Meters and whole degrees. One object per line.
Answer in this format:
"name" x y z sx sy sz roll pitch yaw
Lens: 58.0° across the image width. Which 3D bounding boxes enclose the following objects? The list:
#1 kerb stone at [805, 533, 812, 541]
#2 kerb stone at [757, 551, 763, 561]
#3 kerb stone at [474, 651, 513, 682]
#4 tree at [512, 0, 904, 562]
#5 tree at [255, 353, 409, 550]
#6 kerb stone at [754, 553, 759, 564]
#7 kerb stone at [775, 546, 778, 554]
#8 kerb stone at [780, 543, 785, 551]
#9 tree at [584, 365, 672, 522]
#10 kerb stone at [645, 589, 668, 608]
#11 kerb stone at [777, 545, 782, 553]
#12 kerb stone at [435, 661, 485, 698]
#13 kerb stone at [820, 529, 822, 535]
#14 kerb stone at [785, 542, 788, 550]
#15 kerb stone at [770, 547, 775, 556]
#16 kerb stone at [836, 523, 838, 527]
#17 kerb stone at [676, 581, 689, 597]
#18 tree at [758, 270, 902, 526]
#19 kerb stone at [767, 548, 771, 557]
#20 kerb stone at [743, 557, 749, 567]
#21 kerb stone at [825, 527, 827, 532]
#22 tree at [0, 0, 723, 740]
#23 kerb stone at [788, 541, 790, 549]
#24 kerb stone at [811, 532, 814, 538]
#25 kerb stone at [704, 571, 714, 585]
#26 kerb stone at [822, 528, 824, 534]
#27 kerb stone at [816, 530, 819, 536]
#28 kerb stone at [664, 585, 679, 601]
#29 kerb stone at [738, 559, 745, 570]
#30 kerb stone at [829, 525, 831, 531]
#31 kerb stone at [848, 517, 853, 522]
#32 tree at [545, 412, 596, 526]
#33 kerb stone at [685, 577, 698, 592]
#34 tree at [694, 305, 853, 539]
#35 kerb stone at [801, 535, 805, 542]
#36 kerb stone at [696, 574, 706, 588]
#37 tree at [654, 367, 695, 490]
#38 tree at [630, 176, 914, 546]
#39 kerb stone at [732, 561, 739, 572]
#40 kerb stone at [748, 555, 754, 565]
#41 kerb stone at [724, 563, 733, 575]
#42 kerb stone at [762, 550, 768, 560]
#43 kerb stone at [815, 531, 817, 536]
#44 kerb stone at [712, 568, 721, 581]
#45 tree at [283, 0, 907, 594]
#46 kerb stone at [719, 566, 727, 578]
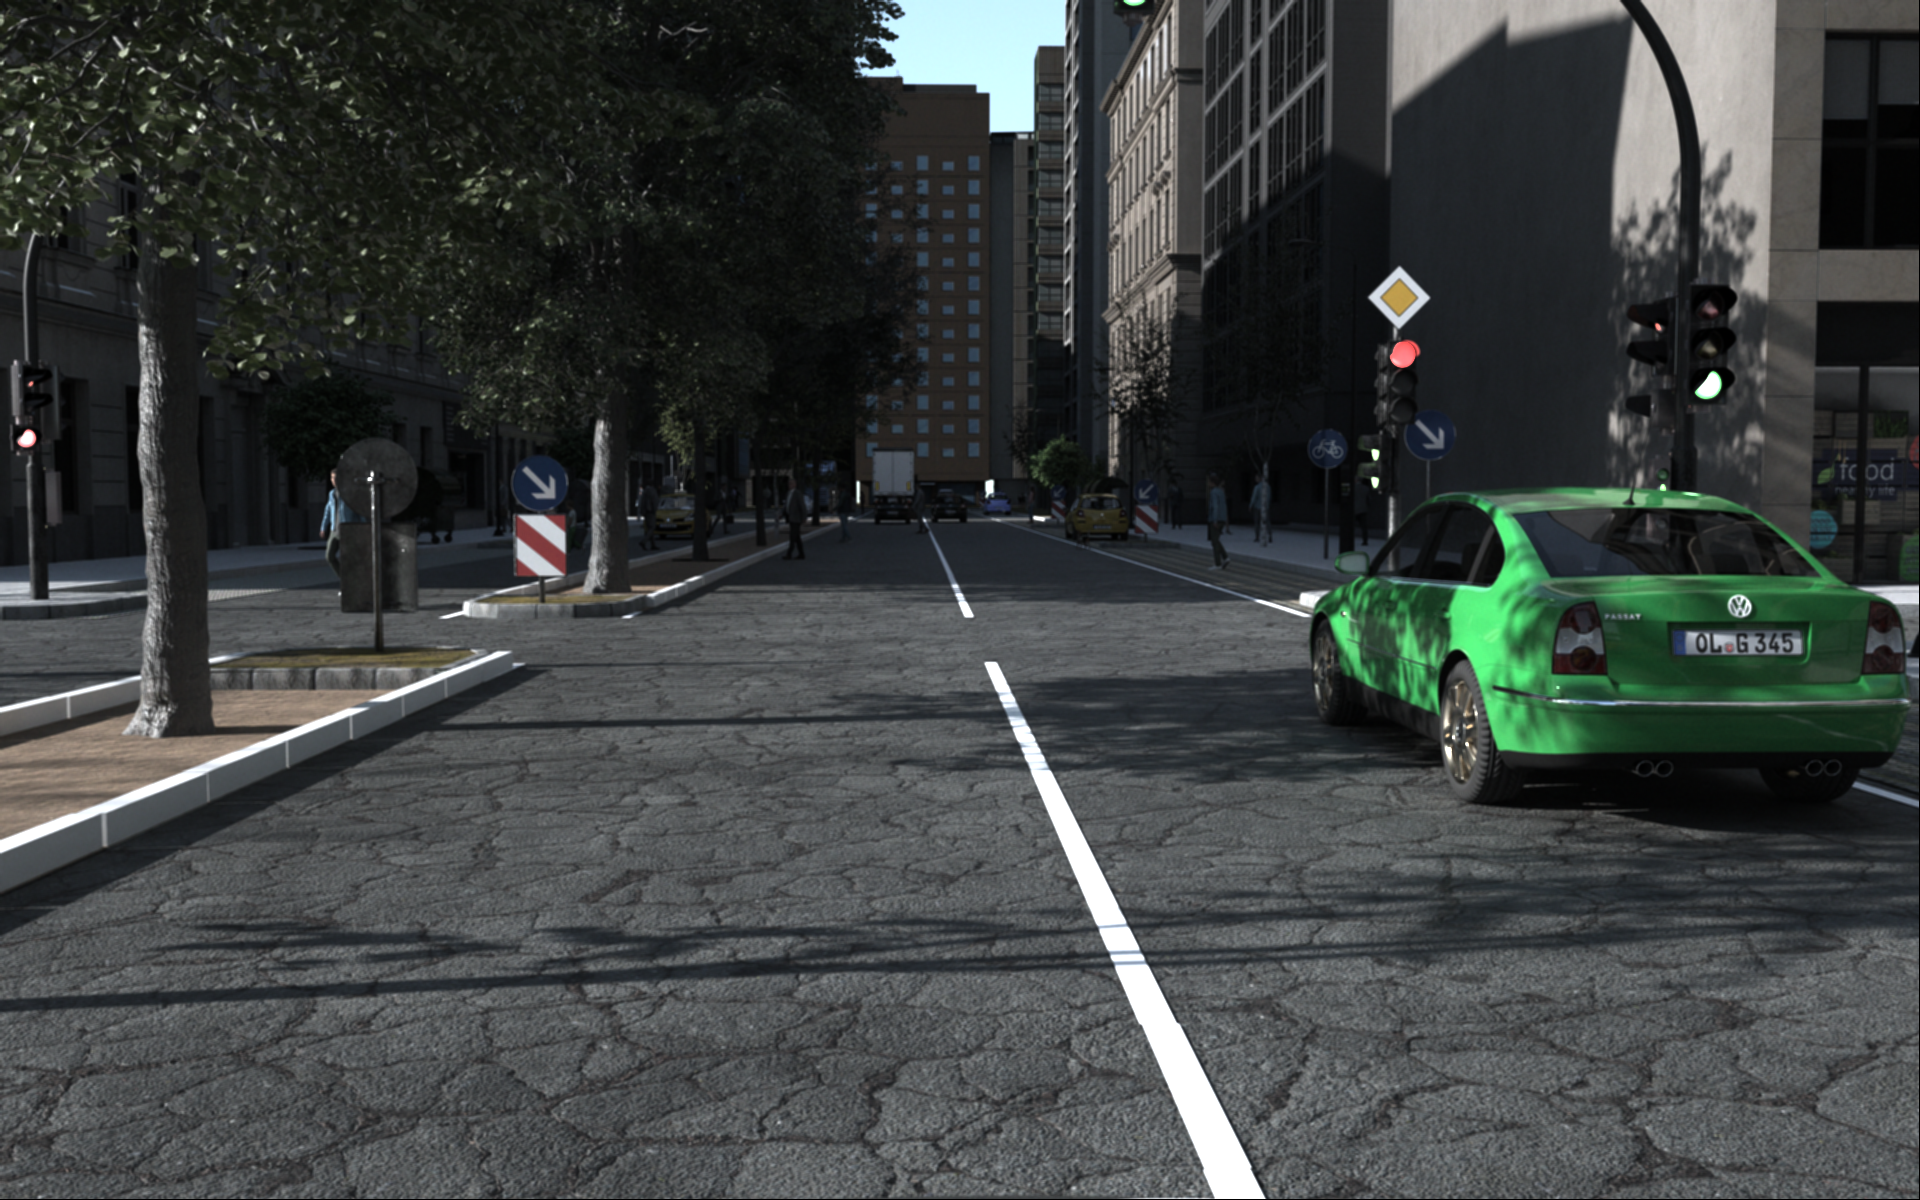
"kerb stone" -4.800 -1.949 54.091 0.120 0.150 1.000 0 4 -2
"kerb stone" -4.325 -0.883 36.678 0.120 0.150 1.000 0 4 -2
"kerb stone" -3.693 0.525 13.619 0.120 0.150 1.000 0 4 -2
"tree" -5.480 -7.549 36.260 12.009 13.543 11.850 0 3 0
"tree" -14.732 -3.483 40.657 4.285 4.588 4.351 0 3 0
"kerb stone" -4.296 -0.823 35.656 0.120 0.150 1.000 0 4 -2
"kerb stone" -4.437 -1.136 40.778 0.120 0.150 1.000 0 4 -2
"kerb stone" -4.487 -1.262 42.822 0.120 0.150 1.000 0 4 -2
"tree" -15.117 -7.946 80.285 4.360 8.622 3.978 0 3 0
"kerb stone" -3.928 -0.009 22.336 0.120 0.150 1.000 0 4 -2
"kerb stone" -4.459 -1.199 41.800 0.120 0.150 1.000 0 4 -2
"kerb stone" -3.662 0.587 12.595 0.120 0.150 1.000 0 4 -2
"kerb stone" -4.973 -2.326 60.232 0.120 0.150 1.000 0 4 -2
"kerb stone" -4.519 -1.324 43.849 0.120 0.150 1.000 0 4 -2
"kerb stone" -4.408 -1.074 39.756 0.120 0.150 1.000 0 4 -2
"kerb stone" -5.310 -3.075 72.513 0.120 0.150 1.000 0 4 -2
"kerb stone" -3.980 -0.130 24.388 0.120 0.150 1.000 0 4 -2
"tree" -6.316 -9.083 76.724 9.928 11.665 9.643 0 3 0
"kerb stone" -4.379 -1.011 38.729 0.120 0.150 1.000 0 4 -2
"kerb stone" -4.243 -0.695 33.605 0.120 0.150 1.000 0 4 -2
"kerb stone" -5.055 -2.514 63.298 0.120 0.150 1.000 0 4 -2
"tree" -4.799 -5.492 10.382 7.486 12.596 7.792 0 3 0
"kerb stone" -4.547 -1.387 44.871 0.120 0.150 1.000 0 4 -2
"kerb stone" -4.831 -2.011 55.114 0.120 0.150 1.000 0 4 -2
"kerb stone" -4.064 -0.322 27.456 0.120 0.150 1.000 0 4 -2
"kerb stone" -5.000 -2.389 61.254 0.120 0.150 1.000 0 4 -2
"kerb stone" -4.912 -2.199 58.183 0.120 0.150 1.000 0 4 -2
"kerb stone" -3.957 -0.072 23.366 0.120 0.150 1.000 0 4 -2
"kerb stone" -4.210 -0.633 32.583 0.120 0.150 1.000 0 4 -2
"kerb stone" -5.138 -2.702 66.372 0.120 0.150 1.000 0 4 -2
"kerb stone" -5.933 -4.453 95.060 0.120 0.150 1.000 0 4 -2
"tree" -14.938 -5.227 69.172 4.285 4.588 4.351 0 3 0
"kerb stone" -4.007 -0.197 25.410 0.120 0.150 1.000 0 4 -2
"tree" -5.735 -6.202 54.224 4.737 8.622 4.395 0 3 0
"kerb stone" -4.717 -1.761 51.009 0.120 0.150 1.000 0 4 -2
"kerb stone" -4.040 -0.259 26.432 0.120 0.150 1.000 0 4 -2
"tree" -15.267 -8.905 95.956 4.737 8.622 4.395 0 3 0
"tree" -5.440 -6.773 47.612 8.767 10.594 7.601 0 4 -2
"kerb stone" -4.185 -0.572 31.554 0.120 0.150 1.000 0 4 -2
"kerb stone" -4.275 -0.758 34.627 0.120 0.150 1.000 0 4 -2
"kerb stone" -4.155 -0.508 30.529 0.120 0.150 1.000 0 4 -2
"kerb stone" -4.348 -0.949 37.707 0.120 0.150 1.000 0 4 -2
"kerb stone" -4.893 -2.139 57.160 0.120 0.150 1.000 0 4 -2
"kerb stone" -4.093 -0.384 28.478 0.120 0.150 1.000 0 4 -2
"tree" -5.108 -7.072 24.733 9.857 13.997 8.962 0 3 0
"kerb stone" -4.128 -0.440 29.508 0.120 0.150 1.000 0 4 -2
